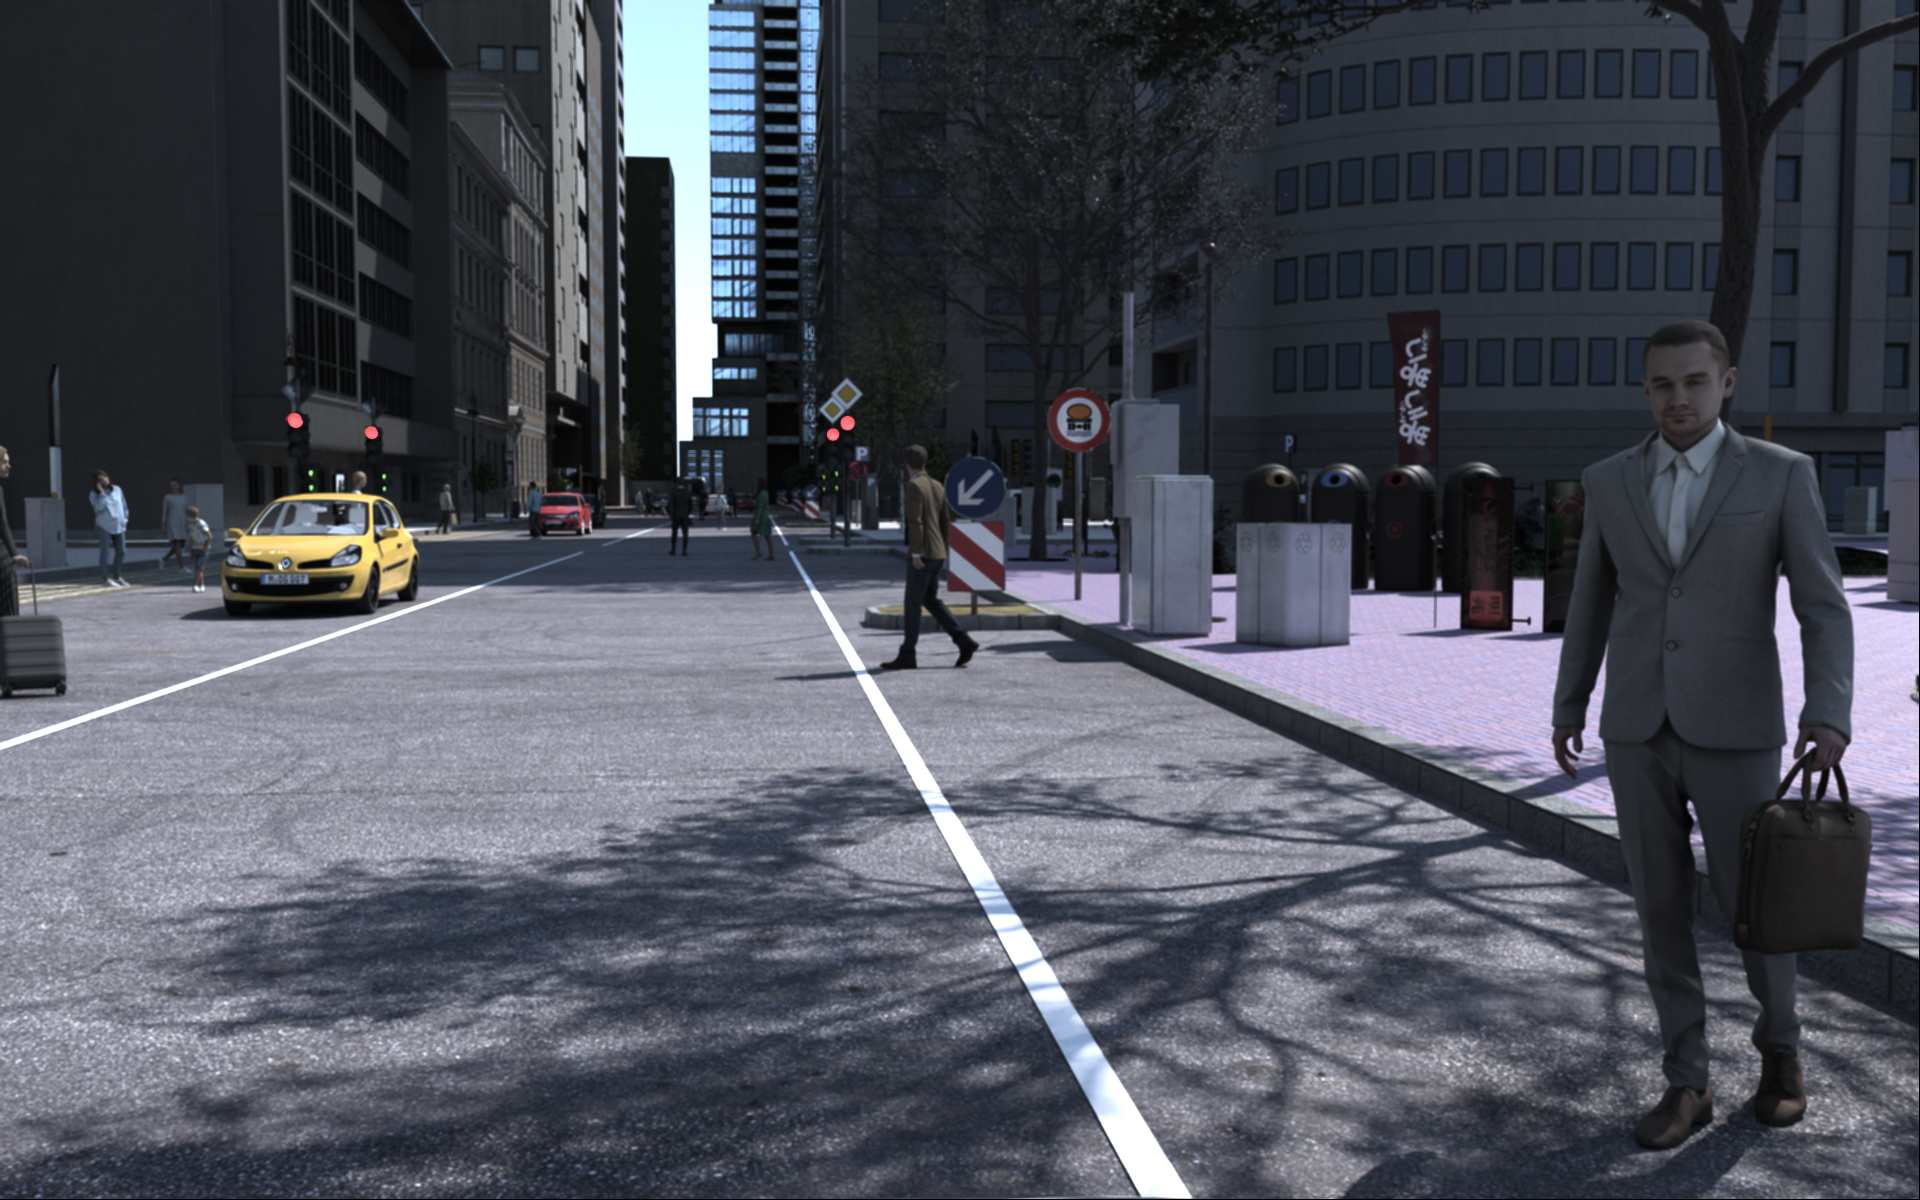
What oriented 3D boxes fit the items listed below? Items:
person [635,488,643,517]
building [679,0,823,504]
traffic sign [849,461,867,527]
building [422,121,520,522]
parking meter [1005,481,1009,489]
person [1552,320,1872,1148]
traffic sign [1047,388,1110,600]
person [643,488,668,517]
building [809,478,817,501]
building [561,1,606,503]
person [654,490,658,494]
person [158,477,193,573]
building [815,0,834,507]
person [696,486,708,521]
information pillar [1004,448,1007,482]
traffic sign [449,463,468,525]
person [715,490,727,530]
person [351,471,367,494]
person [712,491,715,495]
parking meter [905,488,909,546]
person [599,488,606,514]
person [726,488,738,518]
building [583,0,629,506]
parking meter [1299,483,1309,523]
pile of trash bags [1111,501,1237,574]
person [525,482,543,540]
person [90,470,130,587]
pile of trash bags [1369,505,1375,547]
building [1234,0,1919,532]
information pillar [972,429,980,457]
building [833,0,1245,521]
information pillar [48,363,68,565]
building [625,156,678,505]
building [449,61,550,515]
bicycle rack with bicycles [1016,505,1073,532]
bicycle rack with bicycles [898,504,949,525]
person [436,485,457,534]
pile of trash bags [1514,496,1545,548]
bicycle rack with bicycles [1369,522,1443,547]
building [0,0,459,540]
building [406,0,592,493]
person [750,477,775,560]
[{"bbox_3d":[-20.079,-6.090,108.329,0.793,1.790,0.793,2,4,31],"label":"person"},{"bbox_3d":[-19.575,-55.375,218.053,31.000,86.520,22.319,0,4,-7],"label":"building"},{"bbox_3d":[-4.002,-4.114,67.371,0.768,2.556,0.104,0,4,-3],"label":"traffic sign"},{"bbox_3d":[-29.703,-15.429,88.426,11.583,22.565,21.152,0,4,-7],"label":"building"},{"bbox_3d":[2.039,-4.482,78.992,0.399,1.863,0.255,1,4,16],"label":"parking meter"},{"bbox_3d":[1.640,0.293,3.836,0.709,1.813,0.853,2,4,35],"label":"person"},{"bbox_3d":[1.432,-1.273,20.921,0.768,2.556,0.104,0,4,-2],"label":"traffic sign"},{"bbox_3d":[-19.412,-6.196,110.020,1.509,1.804,0.699,1,4,14],"label":"person"},{"bbox_3d":[-0.188,-30.408,189.053,32.217,40.220,23.993,0,4,-7],"label":"building"},{"bbox_3d":[-39.647,-30.907,155.439,14.600,45.320,14.200,0,4,-7],"label":"building"},{"bbox_3d":[-29.268,-9.677,166.659,1.348,1.831,0.705,1,4,21],"label":"person"},{"bbox_3d":[-14.246,-1.354,31.385,0.760,1.731,0.466,1,4,11],"label":"person"},{"bbox_3d":[-2.688,-33.144,165.598,21.300,48.544,21.600,0,4,-7],"label":"building"},{"bbox_3d":[-13.890,-5.203,93.350,0.659,1.850,0.755,0,4,-7],"label":"person"},{"bbox_3d":[2.340,-5.967,88.908,0.183,3.616,0.504,1,4,14],"label":"information pillar"},{"bbox_3d":[-20.761,-4.380,71.722,0.768,2.556,0.104,0,4,-4],"label":"traffic sign"},{"bbox_3d":[-9.542,-3.579,68.834,0.589,1.601,0.330,3,5,40],"label":"person"},{"bbox_3d":[-9.335,-1.100,26.838,0.624,1.780,0.694,-1,4,-9],"label":"person"},{"bbox_3d":[-27.369,-11.263,192.607,0.705,1.831,1.348,-1,4,-10],"label":"person"},{"bbox_3d":[-1.191,-2.117,43.023,0.372,1.533,0.369,0,3,0],"label":"parking meter"},{"bbox_3d":[-23.803,-6.541,115.250,0.447,1.846,0.655,-1,4,-12],"label":"person"},{"bbox_3d":[-13.620,-5.797,103.459,0.721,1.800,0.419,0,4,-3],"label":"person"},{"bbox_3d":[-50.076,-39.268,184.031,28.212,58.520,21.231,0,4,-7],"label":"building"},{"bbox_3d":[6.785,-1.608,34.697,0.372,1.533,0.369,0,3,0],"label":"parking meter"},{"bbox_3d":[3.442,-1.175,28.958,1.912,1.369,3.447,-1,4,-13],"label":"pile of trash bags"},{"bbox_3d":[-13.271,-2.790,54.135,0.620,1.820,0.660,1,4,18],"label":"person"},{"bbox_3d":[-13.067,-1.092,26.618,0.793,1.790,0.793,0,4,-4],"label":"person"},{"bbox_3d":[8.944,-1.778,38.823,1.912,1.369,3.447,-1,4,-11],"label":"pile of trash bags"},{"bbox_3d":[21.779,-31.929,64.036,28.212,58.520,21.231,0,4,-7],"label":"building"},{"bbox_3d":[0.553,-4.317,61.930,0.183,3.616,0.504,-2,4,-28],"label":"information pillar"},{"bbox_3d":[2.832,-34.412,104.632,21.231,58.520,28.212,0,4,-7],"label":"building"},{"bbox_3d":[-16.078,-2.412,30.798,0.183,3.616,0.504,-1,4,-16],"label":"information pillar"},{"bbox_3d":[-41.975,-32.325,212.106,14.086,41.232,14.154,0,4,-7],"label":"building"},{"bbox_3d":[-33.513,-19.732,108.530,13.634,28.700,20.117,0,4,-7],"label":"building"},{"bbox_3d":[2.744,-2.752,58.370,2.852,0.926,2.925,-1,4,-12],"label":"bicycle rack with bicycles"},{"bbox_3d":[-1.446,-3.682,73.582,2.852,0.926,2.925,1,4,9],"label":"bicycle rack with bicycles"},{"bbox_3d":[-18.241,-3.213,61.514,0.782,1.767,0.515,3,4,38],"label":"person"},{"bbox_3d":[13.756,-1.928,41.271,3.447,1.369,1.912,2,4,27],"label":"pile of trash bags"},{"bbox_3d":[8.527,-1.119,31.675,2.925,0.926,2.852,0,4,-1],"label":"bicycle rack with bicycles"},{"bbox_3d":[-27.858,-14.865,62.111,14.314,24.678,30.058,0,4,-7],"label":"building"},{"bbox_3d":[-43.612,-33.306,133.799,28.713,52.752,27.495,0,4,-7],"label":"building"},{"bbox_3d":[-4.278,-1.758,37.483,0.529,1.795,0.600,0,4,-4],"label":"person"}]
